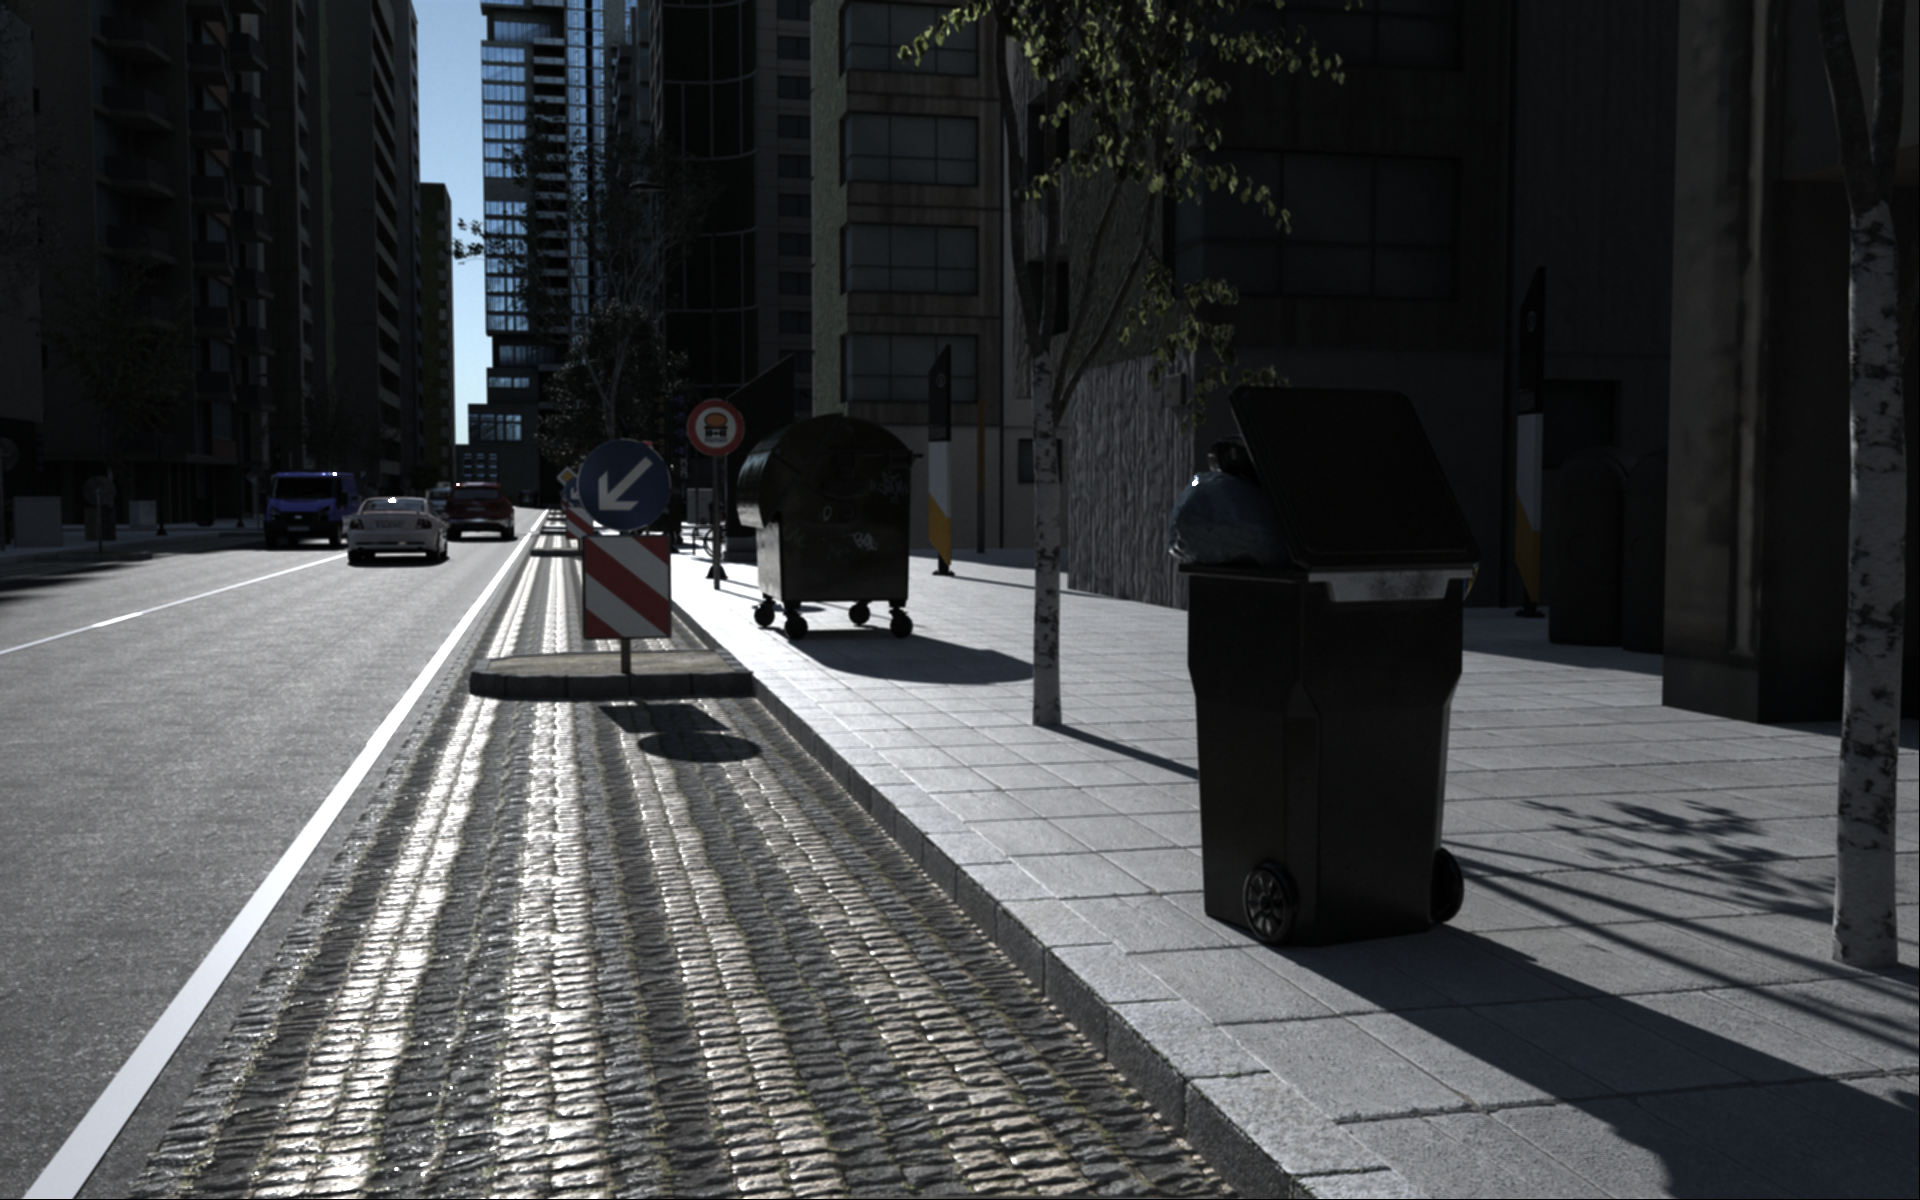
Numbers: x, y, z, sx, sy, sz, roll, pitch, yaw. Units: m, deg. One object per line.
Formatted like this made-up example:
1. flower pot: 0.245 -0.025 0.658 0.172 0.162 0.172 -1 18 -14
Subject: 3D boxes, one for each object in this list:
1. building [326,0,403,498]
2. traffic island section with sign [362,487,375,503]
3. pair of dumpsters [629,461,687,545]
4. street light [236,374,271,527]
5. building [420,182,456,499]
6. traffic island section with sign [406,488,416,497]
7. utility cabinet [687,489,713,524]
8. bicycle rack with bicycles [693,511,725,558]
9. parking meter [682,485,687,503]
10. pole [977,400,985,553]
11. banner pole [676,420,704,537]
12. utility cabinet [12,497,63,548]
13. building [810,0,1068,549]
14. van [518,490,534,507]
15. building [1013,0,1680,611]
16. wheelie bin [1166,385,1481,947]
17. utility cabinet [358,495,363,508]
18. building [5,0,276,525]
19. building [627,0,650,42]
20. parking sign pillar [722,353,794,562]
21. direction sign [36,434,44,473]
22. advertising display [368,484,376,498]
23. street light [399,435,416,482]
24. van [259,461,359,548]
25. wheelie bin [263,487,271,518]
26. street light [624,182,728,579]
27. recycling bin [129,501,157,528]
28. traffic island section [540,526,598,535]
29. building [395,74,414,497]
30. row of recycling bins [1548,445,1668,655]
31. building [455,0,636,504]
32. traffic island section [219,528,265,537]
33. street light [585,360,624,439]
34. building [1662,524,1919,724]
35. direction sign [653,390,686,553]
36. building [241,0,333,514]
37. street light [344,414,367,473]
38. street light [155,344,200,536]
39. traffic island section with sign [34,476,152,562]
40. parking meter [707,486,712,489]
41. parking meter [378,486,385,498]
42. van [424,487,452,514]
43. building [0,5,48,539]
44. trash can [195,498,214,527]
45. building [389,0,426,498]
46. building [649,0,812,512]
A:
1. building: -59.670 -31.988 146.704 21.300 48.544 21.600 -1 4 -13
2. traffic island section with sign: -31.092 -5.045 91.118 1.989 1.847 2.006 -1 4 -13
3. pair of dumpsters: -8.060 -2.633 45.544 1.574 2.255 4.437 -1 4 -13
4. street light: -27.258 -5.765 66.802 1.470 5.913 1.316 -1 4 -13
5. building: -74.328 -33.332 228.580 14.086 41.232 14.154 -1 4 -13
6. traffic island section with sign: -37.275 -6.677 117.802 1.989 1.847 2.006 -1 4 -13
7. utility cabinet: -10.988 -3.968 73.552 1.173 1.500 0.318 0 4 -4
8. bicycle rack with bicycles: -4.227 -1.383 35.988 2.925 0.926 2.852 -2 4 -25
9. parking meter: -17.288 -6.300 108.723 0.255 1.863 0.399 -1 4 -15
10. pole: 0.457 -2.672 37.529 0.158 3.312 0.155 0 3 0
11. banner pole: -8.102 -3.779 51.799 0.863 3.779 0.401 -2 4 -24
12. utility cabinet: -22.292 -1.877 41.859 1.020 1.237 0.306 -2 4 -35
13. building: 2.696 -22.242 47.246 14.154 41.232 14.086 -1 4 -13
14. van: -49.588 -11.698 198.278 2.013 2.044 4.112 -1 4 -13
15. building: 7.822 -15.561 26.120 14.160 30.474 14.107 -1 4 -13
16. wheelie bin: 1.046 0.168 5.165 0.980 1.594 0.693 -2 4 -25
17. utility cabinet: -38.074 -6.011 109.442 0.306 1.237 1.020 0 4 7
18. building: -46.003 -26.188 82.800 22.147 44.769 28.867 -1 4 -13
19. building: -22.665 -33.793 172.125 23.786 49.044 30.456 -1 4 -13
20. parking sign pillar: -3.846 -2.737 33.221 1.447 3.967 1.447 -1 4 -13
21. direction sign: -35.095 -4.505 65.655 0.876 3.537 0.379 1 4 12
22. advertising display: -37.473 -6.433 110.401 0.123 1.923 0.974 0 4 6
23. street light: -43.159 -9.957 135.329 1.470 5.913 1.316 -1 4 -13
24. van: -17.971 -2.675 48.116 2.240 2.365 5.245 -1 4 -12
25. wheelie bin: -30.065 -4.140 75.602 0.693 1.594 0.980 -2 4 -31
26. street light: -4.236 -3.275 26.090 1.470 5.913 1.316 -1 4 -13
27. recycling bin: -31.355 -3.296 66.442 0.722 1.027 0.722 3 4 36
28. traffic island section: -13.910 -2.407 61.630 2.009 0.180 2.903 -1 4 -13
29. building: -64.736 -32.383 179.574 14.600 45.320 14.200 -1 4 -13
30. row of recycling bins: 6.128 -0.402 13.690 1.069 1.692 3.534 -2 4 -29
31. building: -52.640 -56.475 236.038 31.000 86.520 22.319 -1 4 -13
32. traffic island section: -24.035 -2.264 59.297 2.009 0.180 2.903 -1 4 -13
33. street light: -12.185 -5.373 60.384 1.470 5.913 1.316 -1 4 -13
34. building: 16.996 -23.089 1.199 21.300 48.544 21.600 -1 4 -13
35. direction sign: -6.359 -2.813 37.995 0.876 3.537 0.379 2 4 29
36. building: -49.226 -26.266 113.045 14.154 41.232 14.086 -1 4 -13
37. street light: -35.210 -7.844 100.788 1.470 5.913 1.316 -1 4 -13
38. street light: -24.225 -4.961 53.646 1.470 5.913 1.316 -1 4 -13
39. traffic island section with sign: -18.618 -1.756 37.337 1.989 1.847 2.006 -1 4 -13
40. parking meter: -17.043 -6.849 117.691 0.399 1.863 0.255 0 3 0
41. parking meter: -40.996 -7.160 122.780 0.255 1.863 0.399 2 4 28
42. van: -31.471 -5.998 105.080 2.013 2.044 4.112 -1 4 -14
43. building: -34.736 -10.842 44.726 16.811 18.784 16.820 -1 4 -13
44. trash can: -29.892 -3.480 68.550 0.748 1.137 0.748 0 3 0
45. building: -75.938 -39.999 195.988 28.212 58.520 21.231 -1 4 -13
46. building: -14.650 -42.311 130.039 20.563 71.187 20.611 -1 4 -13
